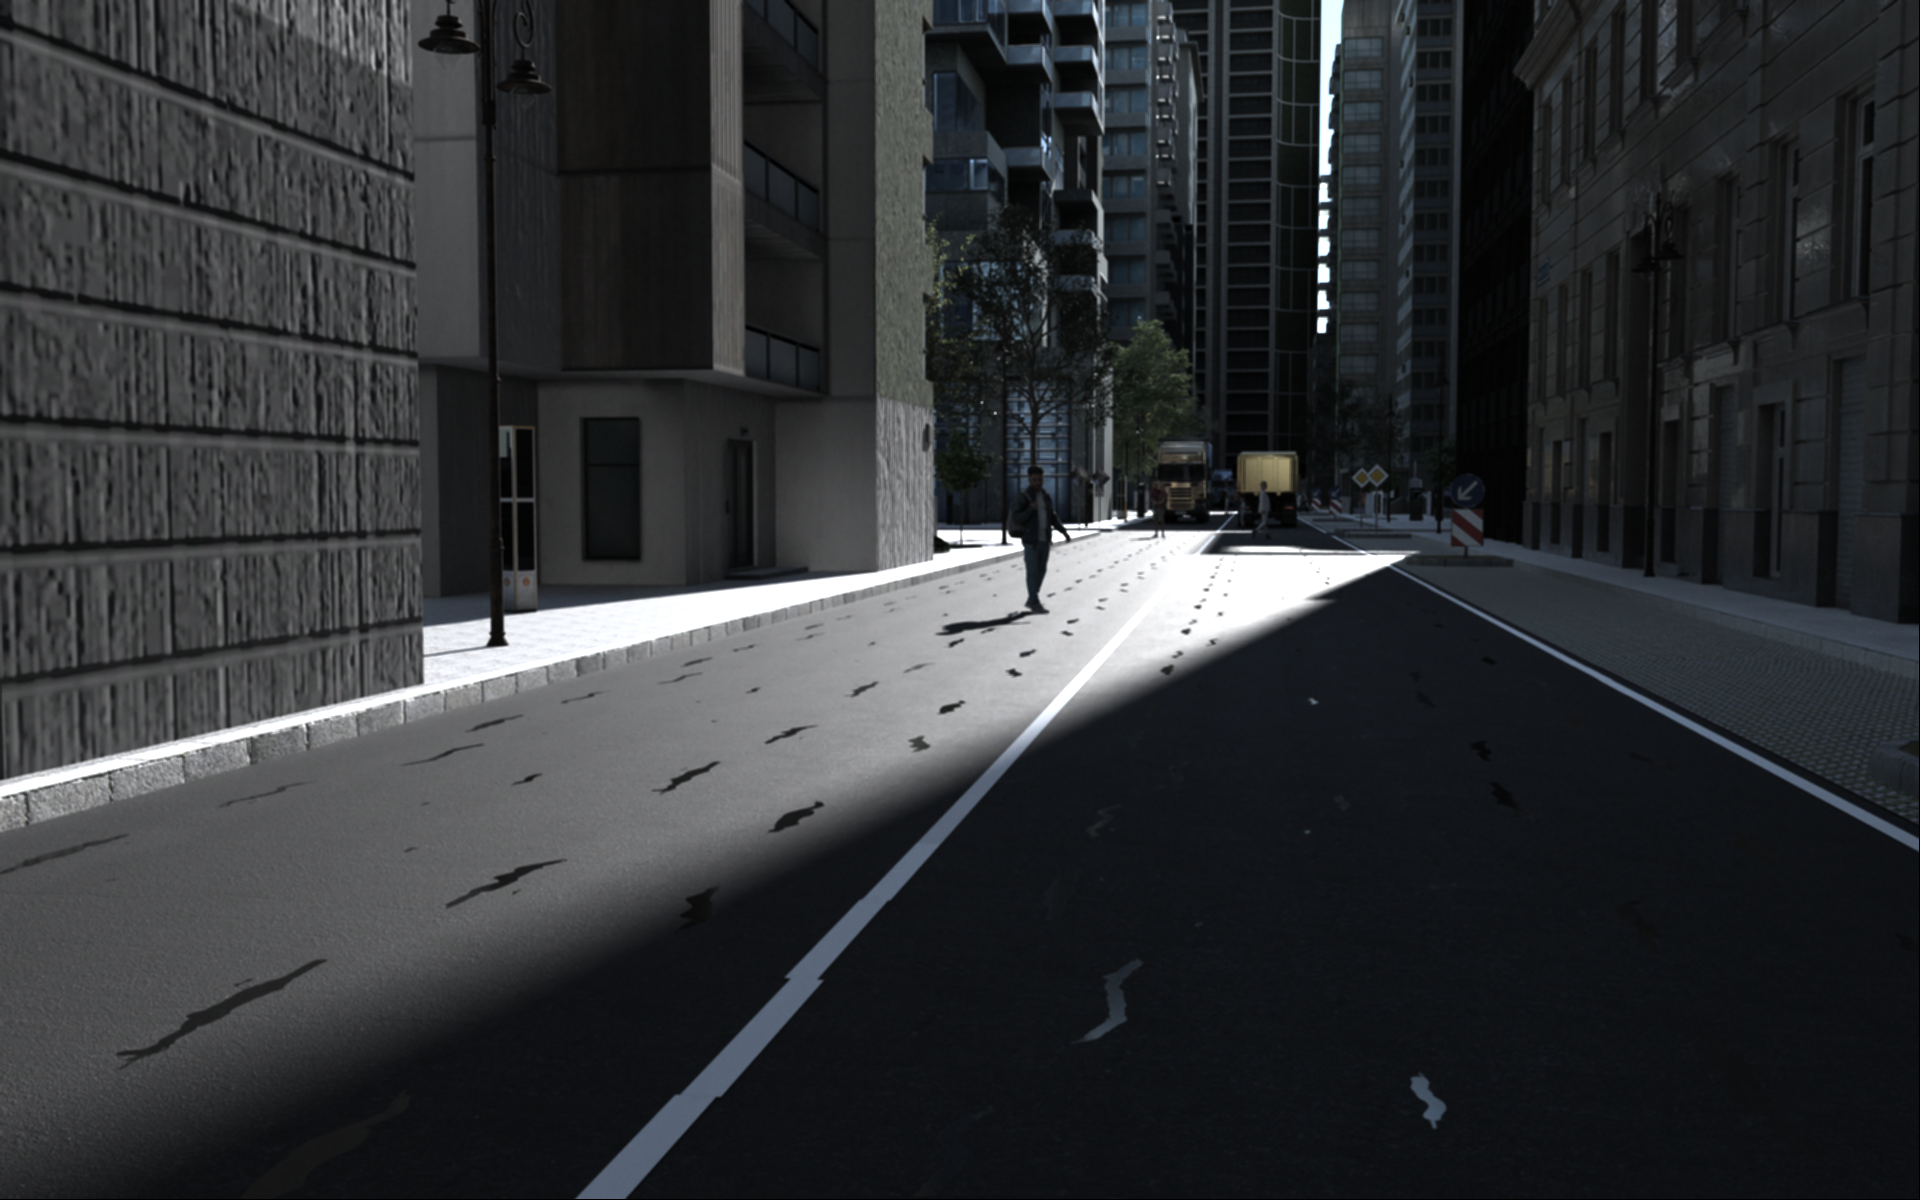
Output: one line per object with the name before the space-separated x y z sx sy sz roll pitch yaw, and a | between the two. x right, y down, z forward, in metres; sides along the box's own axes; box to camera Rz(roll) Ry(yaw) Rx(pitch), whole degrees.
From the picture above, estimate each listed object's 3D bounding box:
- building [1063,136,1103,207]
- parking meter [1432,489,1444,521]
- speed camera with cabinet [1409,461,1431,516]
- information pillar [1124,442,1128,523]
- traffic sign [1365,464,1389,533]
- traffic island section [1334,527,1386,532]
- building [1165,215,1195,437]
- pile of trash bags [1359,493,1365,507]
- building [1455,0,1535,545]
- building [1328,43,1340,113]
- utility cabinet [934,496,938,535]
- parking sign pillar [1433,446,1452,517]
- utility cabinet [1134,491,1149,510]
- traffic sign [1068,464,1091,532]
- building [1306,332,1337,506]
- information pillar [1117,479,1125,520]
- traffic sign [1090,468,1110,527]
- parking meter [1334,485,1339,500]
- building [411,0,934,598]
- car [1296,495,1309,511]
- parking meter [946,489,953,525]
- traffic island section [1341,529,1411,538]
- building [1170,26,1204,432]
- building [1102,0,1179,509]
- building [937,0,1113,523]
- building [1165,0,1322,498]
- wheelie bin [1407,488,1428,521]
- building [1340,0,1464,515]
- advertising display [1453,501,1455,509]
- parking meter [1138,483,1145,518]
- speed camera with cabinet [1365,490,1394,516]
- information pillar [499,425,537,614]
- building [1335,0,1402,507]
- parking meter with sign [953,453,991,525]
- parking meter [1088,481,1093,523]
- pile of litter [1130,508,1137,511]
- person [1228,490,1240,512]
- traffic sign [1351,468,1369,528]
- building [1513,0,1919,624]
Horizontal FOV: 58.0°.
building | 2.484 -21.454 122.469 14.160 30.474 14.107 1 4 10
parking meter | 22.985 -4.563 83.018 0.372 1.533 0.369 0 3 0
speed camera with cabinet | 27.798 -6.652 103.102 2.038 3.252 0.660 2 4 26
information pillar | 7.487 -5.307 78.125 0.183 3.616 0.504 0 4 3
traffic sign | 13.758 -3.275 57.189 0.795 2.450 0.064 1 4 10
traffic island section | 15.114 -2.621 65.136 2.009 0.180 2.903 1 4 10
building | 16.848 -24.923 179.195 14.160 30.474 14.107 1 4 10
pile of trash bags | 30.644 -7.690 135.486 3.447 1.369 1.912 -3 5 -42
building | 20.999 -13.318 47.422 12.332 23.373 15.834 1 4 10
building | 47.129 -33.523 167.707 23.786 49.044 30.456 1 4 10
utility cabinet | -1.161 -2.342 49.450 1.020 1.237 0.306 -1 4 -21
parking sign pillar | 27.003 -6.575 95.968 1.447 3.967 1.447 1 4 21
utility cabinet | 14.046 -7.671 134.092 1.173 1.500 0.318 -1 4 -21
traffic sign | 4.054 -3.376 58.844 0.795 2.450 0.064 1 4 10
building | 54.059 -21.552 197.421 27.650 21.520 28.899 1 4 10
information pillar | 8.089 -5.044 86.968 0.304 2.012 0.304 3 5 41
traffic sign | 5.385 -3.858 66.718 0.795 2.450 0.064 1 4 10
parking meter | 25.112 -6.712 115.451 0.255 1.863 0.399 0 4 5
building | -8.569 -20.980 26.621 14.154 41.232 14.086 1 4 10
car | 29.557 -8.525 151.750 2.083 1.381 4.827 0 4 8
parking meter | -0.431 -4.088 72.543 0.255 1.863 0.399 0 4 3
traffic island section | 13.782 -2.140 57.262 2.009 0.180 2.903 1 4 10
building | 14.282 -37.593 203.892 27.495 52.752 28.713 1 4 10
building | 8.254 -32.900 157.521 23.786 49.044 30.456 1 4 10
building | -2.567 -47.585 90.681 22.319 86.520 31.000 1 4 10
building | 37.386 -48.490 231.056 20.611 71.187 20.563 1 4 10
wheelie bin | 22.023 -4.621 83.456 0.980 1.594 0.693 1 4 17
building | 41.721 -25.742 112.767 32.217 40.220 23.993 1 4 10
advertising display | 22.257 -4.352 76.368 0.974 1.923 0.123 2 4 33
parking meter | 9.756 -5.348 93.155 0.255 1.863 0.399 1 4 23
speed camera with cabinet | 24.829 -6.611 102.426 2.038 3.252 0.660 -3 4 -38
information pillar | -4.797 -0.871 18.728 0.304 2.012 0.304 2 4 35
building | 38.815 -28.251 145.498 14.154 41.232 14.086 1 4 10
parking meter with sign | 0.493 -4.661 72.461 1.738 3.016 0.543 -3 5 -43
parking meter | 5.689 -4.280 75.684 0.255 1.863 0.399 0 4 1
pile of litter | 13.429 -7.058 129.357 1.176 0.858 1.719 -1 4 -21
person | 22.634 -8.136 142.237 1.217 1.743 0.721 0 4 4
traffic sign | 15.089 -3.757 65.063 0.795 2.450 0.064 1 4 10
building | 16.840 -14.067 27.262 12.463 27.353 25.104 1 4 10
